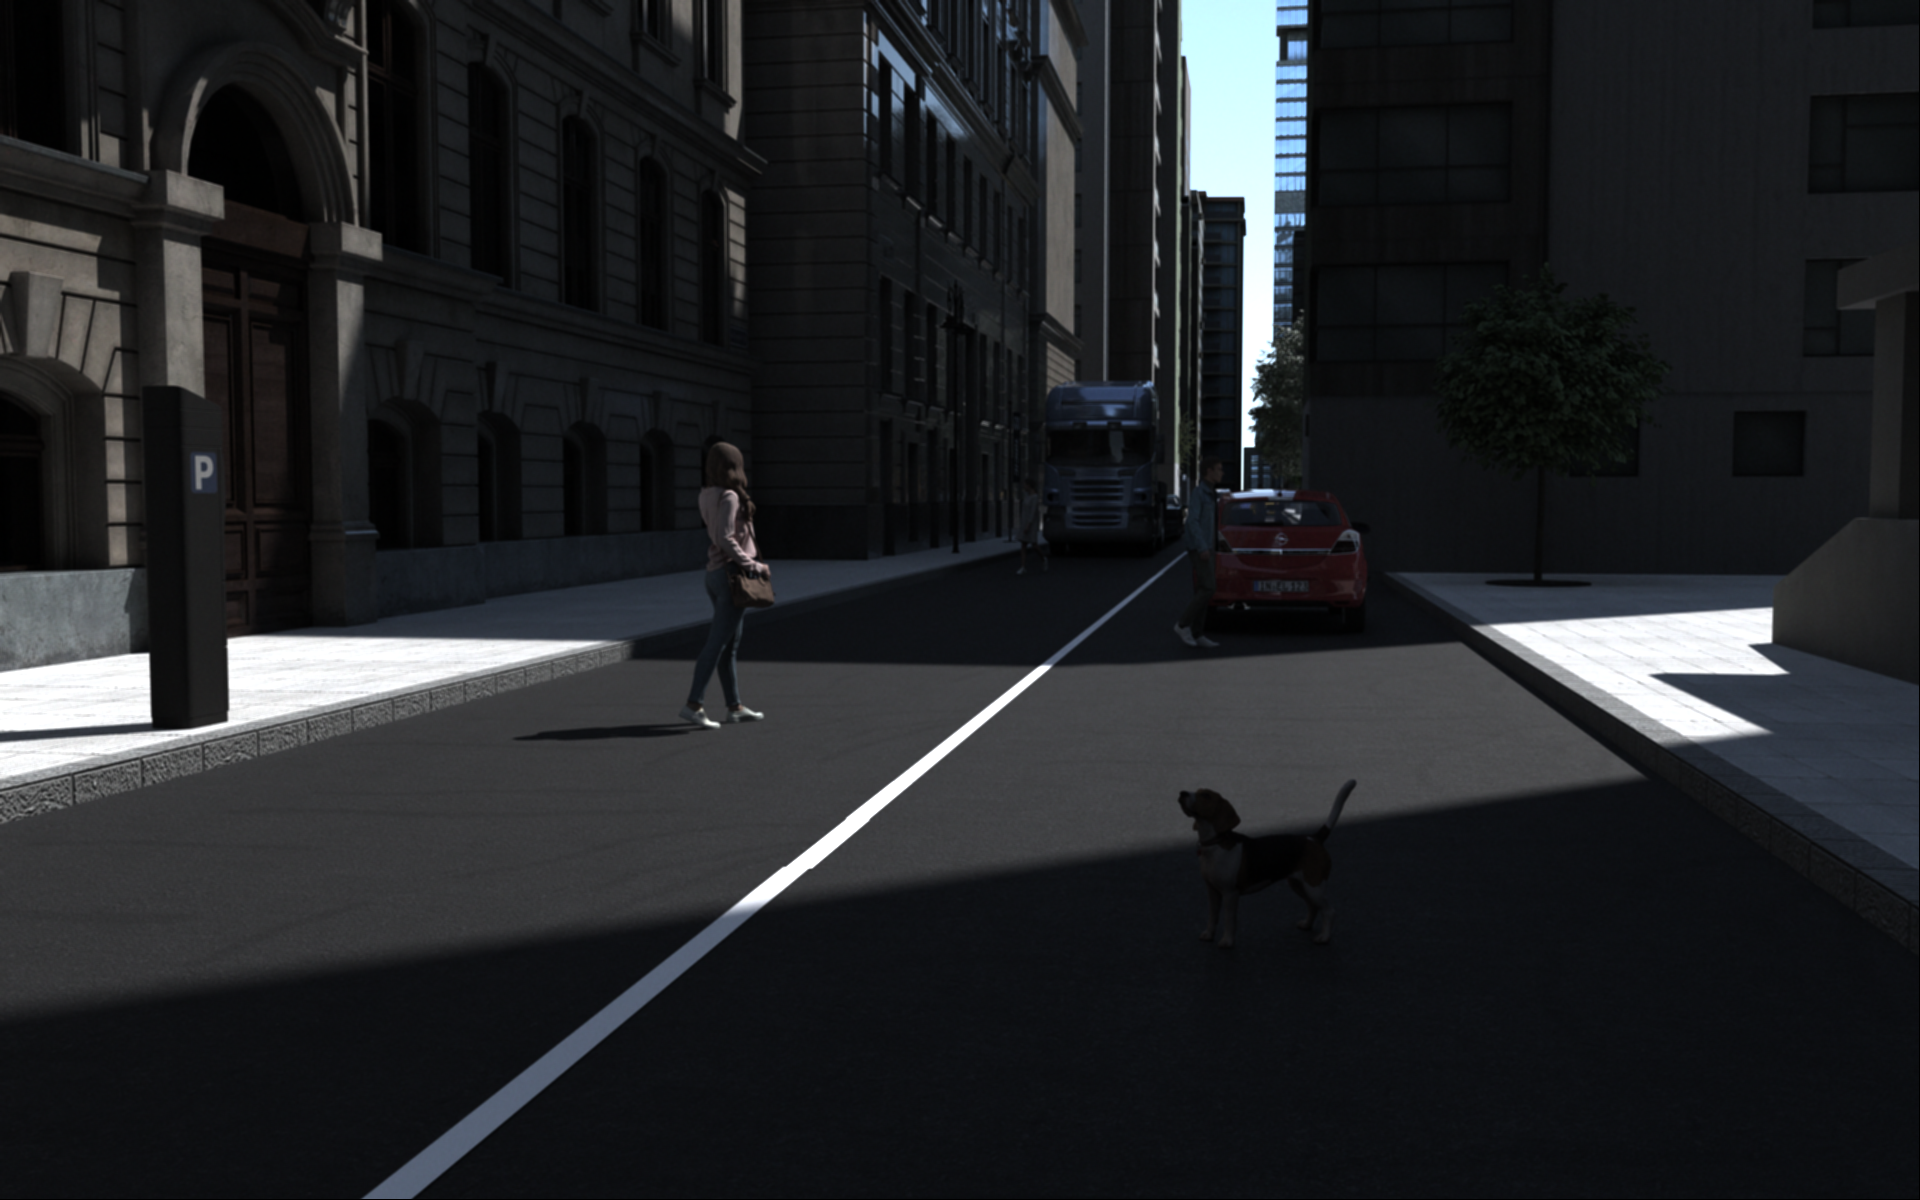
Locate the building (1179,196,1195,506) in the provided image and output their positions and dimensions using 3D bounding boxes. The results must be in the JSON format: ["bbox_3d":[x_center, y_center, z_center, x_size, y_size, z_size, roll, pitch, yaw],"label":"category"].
[{"bbox_3d":[14.248,-23.881,162.154,14.160,30.474,14.107,1,4,10],"label":"building"}]

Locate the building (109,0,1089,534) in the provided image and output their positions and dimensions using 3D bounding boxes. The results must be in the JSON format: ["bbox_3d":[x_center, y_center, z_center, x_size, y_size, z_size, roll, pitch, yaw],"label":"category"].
[{"bbox_3d":[-12.802,-15.233,68.147,34.723,24.649,14.460,1,4,10],"label":"building"}]

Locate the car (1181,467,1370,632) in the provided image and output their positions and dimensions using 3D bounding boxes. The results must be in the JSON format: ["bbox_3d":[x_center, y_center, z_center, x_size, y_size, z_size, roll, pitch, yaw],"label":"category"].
[{"bbox_3d":[3.569,-0.644,19.564,2.155,1.783,4.494,1,4,9],"label":"car"}]

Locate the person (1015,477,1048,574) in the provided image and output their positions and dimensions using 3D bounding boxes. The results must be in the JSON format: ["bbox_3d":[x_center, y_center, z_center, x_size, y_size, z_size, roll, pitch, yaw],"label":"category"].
[{"bbox_3d":[1.274,-1.340,31.158,0.466,1.731,0.760,3,4,37],"label":"person"}]

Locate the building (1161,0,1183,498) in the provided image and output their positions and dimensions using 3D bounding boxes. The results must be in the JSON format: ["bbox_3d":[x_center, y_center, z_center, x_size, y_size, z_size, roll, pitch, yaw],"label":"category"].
[{"bbox_3d":[3.697,-24.633,86.350,14.154,41.232,14.086,1,4,10],"label":"building"}]

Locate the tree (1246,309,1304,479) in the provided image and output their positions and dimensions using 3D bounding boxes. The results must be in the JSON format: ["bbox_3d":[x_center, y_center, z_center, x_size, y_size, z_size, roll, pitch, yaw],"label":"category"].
[{"bbox_3d":[22.947,-12.633,113.198,9.857,13.997,8.962,0,3,0],"label":"tree"}]

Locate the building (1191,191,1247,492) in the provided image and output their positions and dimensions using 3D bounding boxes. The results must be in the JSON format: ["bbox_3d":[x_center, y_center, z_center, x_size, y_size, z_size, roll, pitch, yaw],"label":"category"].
[{"bbox_3d":[26.206,-36.297,248.074,28.867,44.769,22.147,1,4,10],"label":"building"}]

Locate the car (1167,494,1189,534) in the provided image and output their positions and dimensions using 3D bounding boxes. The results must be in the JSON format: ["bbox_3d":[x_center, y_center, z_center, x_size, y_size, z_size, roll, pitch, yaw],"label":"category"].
[{"bbox_3d":[7.416,-3.202,64.155,2.131,1.459,4.920,1,4,10],"label":"car"}]

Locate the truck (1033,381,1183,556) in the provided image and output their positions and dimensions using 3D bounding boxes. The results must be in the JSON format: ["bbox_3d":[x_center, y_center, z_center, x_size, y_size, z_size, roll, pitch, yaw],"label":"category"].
[{"bbox_3d":[4.479,-3.505,47.068,2.967,4.110,18.799,1,4,10],"label":"truck"}]

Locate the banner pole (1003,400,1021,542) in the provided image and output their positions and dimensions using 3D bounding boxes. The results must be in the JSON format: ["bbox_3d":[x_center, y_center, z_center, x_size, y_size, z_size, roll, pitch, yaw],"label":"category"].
[{"bbox_3d":[1.443,-3.441,46.283,0.401,3.779,0.863,2,4,27],"label":"banner pole"}]

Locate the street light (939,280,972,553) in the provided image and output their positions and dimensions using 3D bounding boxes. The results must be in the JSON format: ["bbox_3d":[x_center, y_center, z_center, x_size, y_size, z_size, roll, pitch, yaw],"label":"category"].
[{"bbox_3d":[-0.093,-3.958,37.505,0.468,5.910,1.993,1,4,10],"label":"street light"}]

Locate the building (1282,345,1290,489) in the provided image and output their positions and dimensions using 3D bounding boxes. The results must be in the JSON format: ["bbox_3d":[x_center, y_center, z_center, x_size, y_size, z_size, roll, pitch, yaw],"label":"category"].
[{"bbox_3d":[53.575,-22.366,210.721,27.650,21.520,28.899,1,4,10],"label":"building"}]

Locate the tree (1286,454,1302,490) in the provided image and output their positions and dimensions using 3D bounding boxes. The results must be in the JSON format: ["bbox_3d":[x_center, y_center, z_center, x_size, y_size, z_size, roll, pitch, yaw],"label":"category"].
[{"bbox_3d":[24.684,-8.458,122.007,4.285,4.588,4.351,0,3,0],"label":"tree"}]

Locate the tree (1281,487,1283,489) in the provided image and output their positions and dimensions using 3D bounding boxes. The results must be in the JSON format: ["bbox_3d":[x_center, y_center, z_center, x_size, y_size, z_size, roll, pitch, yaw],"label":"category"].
[{"bbox_3d":[43.032,-14.336,228.994,1.663,3.219,1.824,0,3,0],"label":"tree"}]

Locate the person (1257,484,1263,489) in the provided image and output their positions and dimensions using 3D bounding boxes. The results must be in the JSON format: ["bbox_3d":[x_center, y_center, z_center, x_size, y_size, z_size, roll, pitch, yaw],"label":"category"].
[{"bbox_3d":[11.106,-3.384,63.932,0.767,1.812,0.694,1,4,13],"label":"person"}]

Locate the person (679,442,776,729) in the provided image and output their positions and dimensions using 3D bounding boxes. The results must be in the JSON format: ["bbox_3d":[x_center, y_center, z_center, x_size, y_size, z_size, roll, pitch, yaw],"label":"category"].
[{"bbox_3d":[-1.486,-0.100,10.726,0.643,1.750,0.593,-2,4,-29],"label":"person"}]

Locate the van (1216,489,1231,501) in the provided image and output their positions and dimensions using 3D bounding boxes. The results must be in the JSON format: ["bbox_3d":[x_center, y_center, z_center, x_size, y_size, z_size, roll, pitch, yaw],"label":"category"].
[{"bbox_3d":[21.331,-8.192,140.953,2.013,2.044,4.112,1,4,10],"label":"van"}]

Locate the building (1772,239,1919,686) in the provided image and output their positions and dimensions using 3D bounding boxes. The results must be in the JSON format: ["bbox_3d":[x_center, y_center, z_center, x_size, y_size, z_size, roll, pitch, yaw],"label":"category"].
[{"bbox_3d":[21.699,-19.099,4.153,32.217,40.220,23.993,1,4,10],"label":"building"}]

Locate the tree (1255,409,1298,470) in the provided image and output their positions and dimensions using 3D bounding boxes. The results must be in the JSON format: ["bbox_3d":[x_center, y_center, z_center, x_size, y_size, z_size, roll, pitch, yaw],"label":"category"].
[{"bbox_3d":[30.351,-13.398,153.469,8.767,10.594,7.601,-1,4,-10],"label":"tree"}]

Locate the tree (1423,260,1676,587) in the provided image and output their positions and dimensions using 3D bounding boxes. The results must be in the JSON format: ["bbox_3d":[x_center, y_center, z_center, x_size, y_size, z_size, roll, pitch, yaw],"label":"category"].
[{"bbox_3d":[8.202,-2.487,24.379,4.285,4.588,4.351,0,3,0],"label":"tree"}]

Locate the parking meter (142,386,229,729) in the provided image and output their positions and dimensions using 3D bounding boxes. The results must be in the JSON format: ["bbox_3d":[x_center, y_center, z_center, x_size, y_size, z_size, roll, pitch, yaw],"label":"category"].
[{"bbox_3d":[-4.279,-0.237,9.589,0.255,1.863,0.399,1,4,12],"label":"parking meter"}]

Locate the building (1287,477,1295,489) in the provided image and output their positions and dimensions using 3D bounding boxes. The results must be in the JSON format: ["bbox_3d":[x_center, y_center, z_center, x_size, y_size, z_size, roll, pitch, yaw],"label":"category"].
[{"bbox_3d":[48.690,-29.238,169.918,32.217,40.220,23.993,1,4,10],"label":"building"}]

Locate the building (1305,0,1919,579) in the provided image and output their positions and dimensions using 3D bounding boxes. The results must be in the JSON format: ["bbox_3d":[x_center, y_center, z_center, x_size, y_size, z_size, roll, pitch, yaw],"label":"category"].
[{"bbox_3d":[13.816,-15.994,33.197,14.160,30.474,14.107,1,4,10],"label":"building"}]

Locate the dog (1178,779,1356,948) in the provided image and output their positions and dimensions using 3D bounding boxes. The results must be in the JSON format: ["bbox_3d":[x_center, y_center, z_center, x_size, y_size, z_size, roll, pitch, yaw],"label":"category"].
[{"bbox_3d":[0.984,0.841,5.540,0.406,0.507,0.540,2,4,31],"label":"dog"}]

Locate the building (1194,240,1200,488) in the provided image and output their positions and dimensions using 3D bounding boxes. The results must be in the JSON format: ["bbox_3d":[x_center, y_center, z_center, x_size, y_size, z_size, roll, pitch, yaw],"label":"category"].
[{"bbox_3d":[18.922,-25.591,190.106,14.160,30.474,14.107,1,4,10],"label":"building"}]

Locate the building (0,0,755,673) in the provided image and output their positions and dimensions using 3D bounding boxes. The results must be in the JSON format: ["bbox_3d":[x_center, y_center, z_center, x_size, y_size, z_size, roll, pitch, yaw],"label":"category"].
[{"bbox_3d":[-11.788,-12.038,15.906,14.460,24.649,34.723,1,4,10],"label":"building"}]

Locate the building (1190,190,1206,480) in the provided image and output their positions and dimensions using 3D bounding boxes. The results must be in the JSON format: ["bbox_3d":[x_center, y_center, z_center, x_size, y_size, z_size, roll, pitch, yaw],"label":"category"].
[{"bbox_3d":[18.116,-31.947,214.220,23.993,40.220,32.217,1,4,10],"label":"building"}]

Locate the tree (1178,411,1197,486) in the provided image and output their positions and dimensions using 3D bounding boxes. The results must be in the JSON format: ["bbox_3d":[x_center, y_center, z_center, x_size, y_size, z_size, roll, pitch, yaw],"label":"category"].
[{"bbox_3d":[18.264,-12.056,147.478,4.737,8.622,4.395,0,3,0],"label":"tree"}]

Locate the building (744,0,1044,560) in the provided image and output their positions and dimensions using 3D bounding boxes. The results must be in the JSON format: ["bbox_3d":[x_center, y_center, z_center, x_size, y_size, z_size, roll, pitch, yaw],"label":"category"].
[{"bbox_3d":[-5.291,-15.186,45.559,12.463,27.353,25.104,1,4,10],"label":"building"}]

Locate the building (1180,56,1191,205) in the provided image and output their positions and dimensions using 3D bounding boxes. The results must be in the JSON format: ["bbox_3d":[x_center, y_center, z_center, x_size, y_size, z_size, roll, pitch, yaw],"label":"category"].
[{"bbox_3d":[16.087,-32.147,175.720,14.600,45.320,14.200,1,4,10],"label":"building"}]

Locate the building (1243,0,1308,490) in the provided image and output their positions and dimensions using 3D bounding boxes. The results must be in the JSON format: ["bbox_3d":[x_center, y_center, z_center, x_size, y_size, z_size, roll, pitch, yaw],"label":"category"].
[{"bbox_3d":[55.821,-56.864,242.397,31.000,86.520,22.319,1,4,10],"label":"building"}]

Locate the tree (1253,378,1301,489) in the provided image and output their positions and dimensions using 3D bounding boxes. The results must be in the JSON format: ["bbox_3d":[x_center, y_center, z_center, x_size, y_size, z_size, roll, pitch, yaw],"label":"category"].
[{"bbox_3d":[28.169,-13.340,143.872,9.928,11.665,9.643,0,3,0],"label":"tree"}]

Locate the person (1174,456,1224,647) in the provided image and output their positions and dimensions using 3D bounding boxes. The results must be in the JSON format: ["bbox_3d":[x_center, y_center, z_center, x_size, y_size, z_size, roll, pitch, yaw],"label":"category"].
[{"bbox_3d":[2.237,-0.447,16.158,0.444,1.785,0.601,2,4,29],"label":"person"}]

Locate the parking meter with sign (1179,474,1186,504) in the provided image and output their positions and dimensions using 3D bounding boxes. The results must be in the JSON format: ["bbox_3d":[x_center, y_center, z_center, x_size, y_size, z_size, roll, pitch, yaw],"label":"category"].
[{"bbox_3d":[19.236,-9.639,153.861,0.543,3.016,1.738,-3,5,-44],"label":"parking meter with sign"}]
